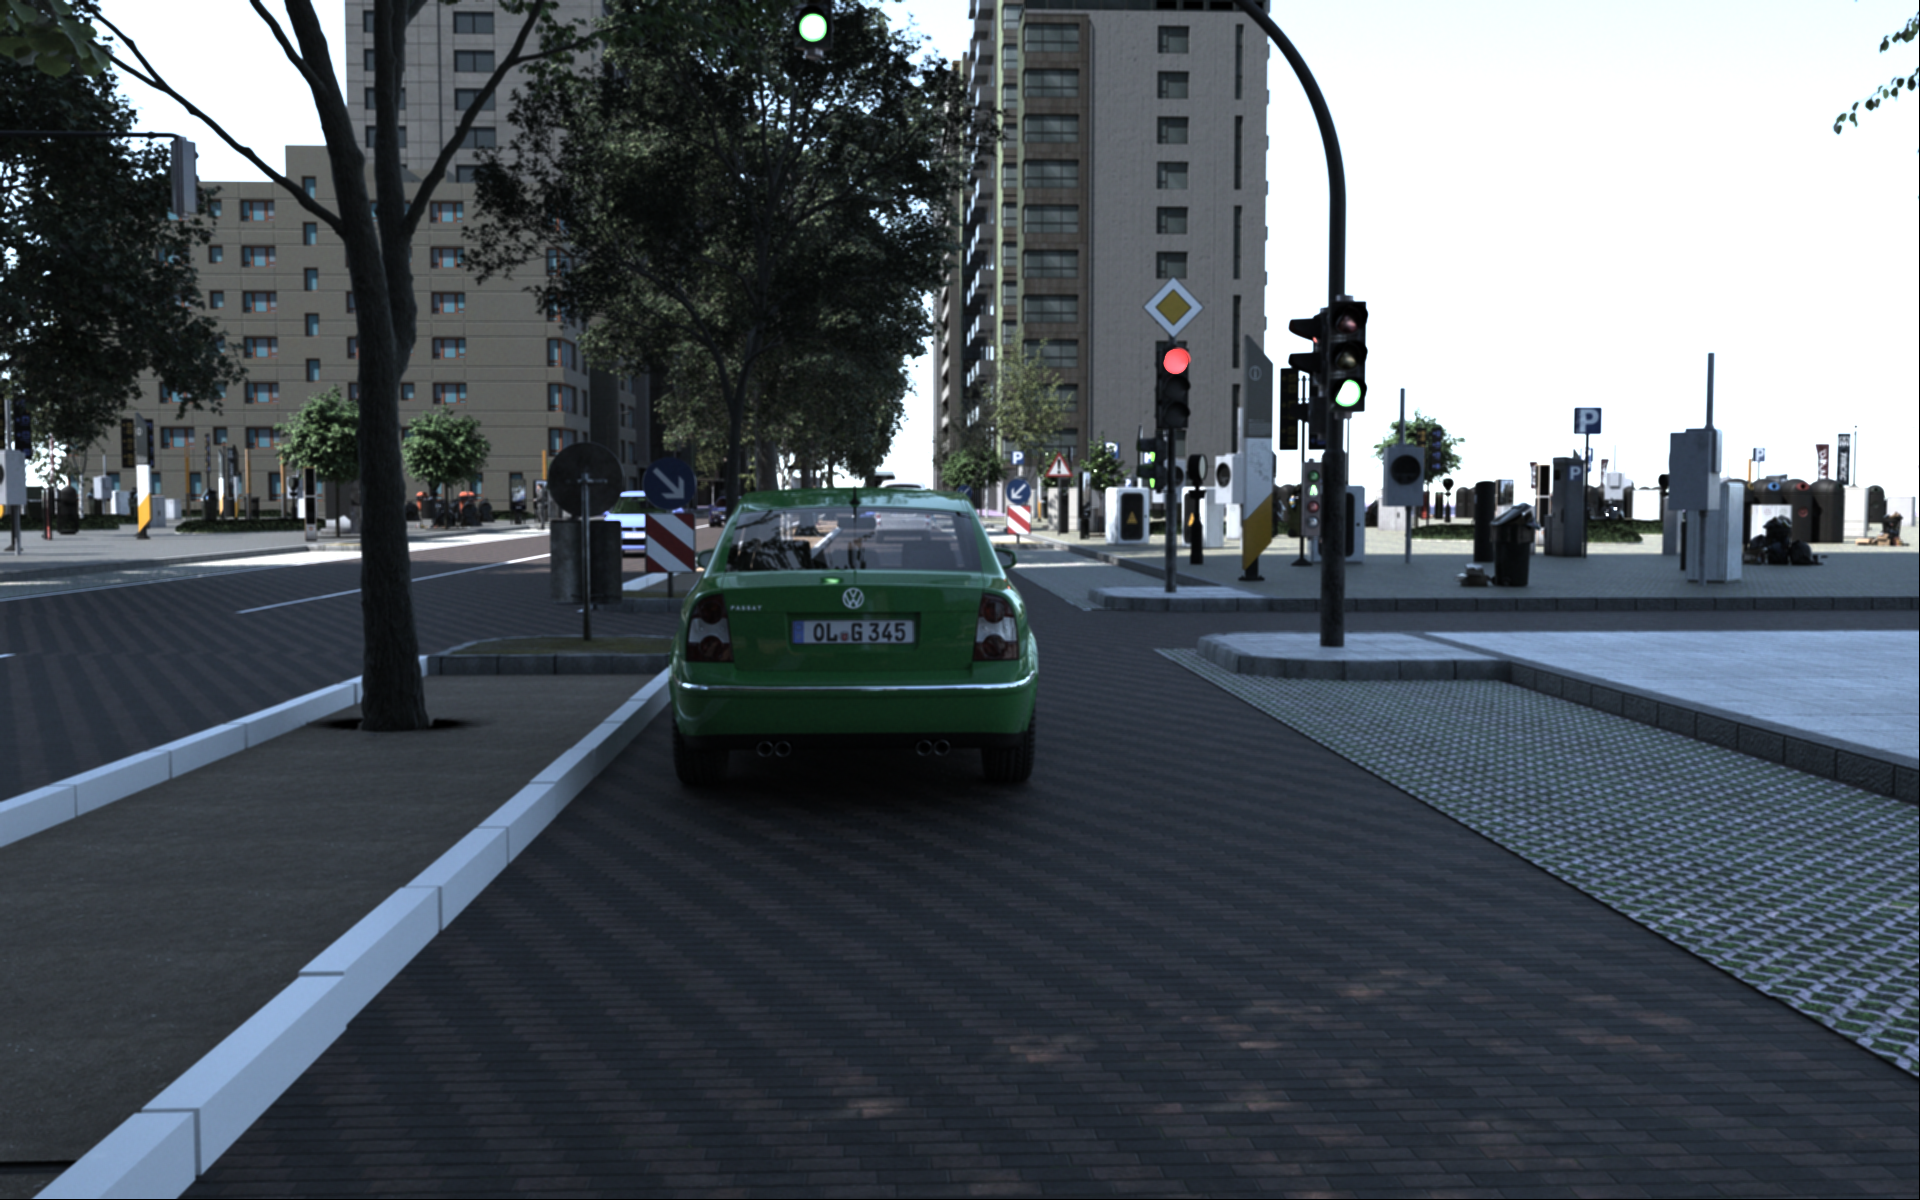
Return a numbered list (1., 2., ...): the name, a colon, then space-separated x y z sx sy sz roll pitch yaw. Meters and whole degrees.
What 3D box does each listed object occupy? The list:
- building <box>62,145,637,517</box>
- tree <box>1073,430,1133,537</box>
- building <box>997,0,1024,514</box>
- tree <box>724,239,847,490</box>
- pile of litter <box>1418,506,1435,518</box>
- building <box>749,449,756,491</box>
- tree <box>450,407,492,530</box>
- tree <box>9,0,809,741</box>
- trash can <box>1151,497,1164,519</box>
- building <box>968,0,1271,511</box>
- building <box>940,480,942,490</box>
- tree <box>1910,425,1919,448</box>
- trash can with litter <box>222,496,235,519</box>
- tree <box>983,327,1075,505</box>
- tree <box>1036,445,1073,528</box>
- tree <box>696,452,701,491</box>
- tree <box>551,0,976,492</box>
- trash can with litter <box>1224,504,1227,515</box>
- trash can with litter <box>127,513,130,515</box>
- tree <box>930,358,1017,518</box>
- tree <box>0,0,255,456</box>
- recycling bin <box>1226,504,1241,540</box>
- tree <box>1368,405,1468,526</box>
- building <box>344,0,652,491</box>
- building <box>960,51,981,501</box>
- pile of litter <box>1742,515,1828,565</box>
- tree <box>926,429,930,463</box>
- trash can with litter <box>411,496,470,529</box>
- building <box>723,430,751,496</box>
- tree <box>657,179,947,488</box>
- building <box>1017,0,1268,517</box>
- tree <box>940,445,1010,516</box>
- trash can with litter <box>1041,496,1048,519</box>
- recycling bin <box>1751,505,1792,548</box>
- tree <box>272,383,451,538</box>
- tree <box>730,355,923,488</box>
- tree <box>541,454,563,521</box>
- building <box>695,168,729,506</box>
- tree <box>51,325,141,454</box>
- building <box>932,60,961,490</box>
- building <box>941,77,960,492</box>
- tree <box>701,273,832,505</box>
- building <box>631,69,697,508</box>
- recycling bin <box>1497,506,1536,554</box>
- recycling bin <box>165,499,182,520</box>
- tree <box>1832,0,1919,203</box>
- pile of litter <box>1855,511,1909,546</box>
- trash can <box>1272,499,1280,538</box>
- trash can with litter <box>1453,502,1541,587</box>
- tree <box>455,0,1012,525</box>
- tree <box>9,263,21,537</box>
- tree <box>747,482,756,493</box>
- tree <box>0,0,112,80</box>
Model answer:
1. building: -36.644 -16.235 110.479 27.650 21.520 28.899 0 4 -3
2. tree: 4.386 -3.526 52.257 1.663 3.219 1.824 0 3 0
3. building: 9.447 -26.643 119.202 14.154 41.232 14.086 0 4 -3
4. tree: -4.490 -5.576 43.979 4.360 8.622 3.978 0 3 0
5. pile of litter: 25.294 -4.903 94.134 1.176 0.858 1.719 1 4 14
6. building: -35.687 -29.136 248.073 14.160 30.474 14.107 0 4 -3
7. tree: -18.309 -4.764 61.606 4.285 4.588 4.351 0 3 0
8. tree: -3.567 -5.023 10.333 9.928 11.665 9.643 0 3 0
9. trash can: 10.252 -4.777 89.756 0.748 1.137 0.748 0 3 0
10. building: 12.124 -31.946 141.924 23.786 49.044 30.456 0 4 -3
11. building: 13.773 -32.153 217.588 32.217 40.220 23.993 0 4 -3
12. tree: 26.972 -3.789 45.666 4.285 4.588 4.351 0 3 0
13. trash can with litter: -31.132 -3.791 73.040 2.233 1.210 1.678 0 4 8
14. tree: 2.983 -7.687 76.046 4.737 8.622 4.395 0 3 0
15. tree: 3.557 -4.388 66.353 1.663 3.219 1.824 0 3 0
16. tree: -24.754 -13.596 172.656 4.737 8.622 4.395 0 3 0
17. tree: -4.033 -7.781 36.325 9.857 13.997 8.962 0 3 0
18. trash can with litter: 9.113 -2.735 56.108 1.055 1.170 0.624 0 4 1
19. trash can with litter: -41.209 -4.600 86.591 0.624 1.170 1.055 3 5 44
20. tree: 1.200 -8.725 93.012 4.360 8.622 3.978 0 3 0
21. tree: -16.936 -6.845 28.932 9.611 12.733 9.660 0 3 0
22. recycling bin: 7.844 -2.197 48.477 0.722 1.027 0.722 1 4 13
23. tree: 16.614 -4.857 63.133 4.285 4.588 4.351 0 3 0
24. building: -34.198 -42.562 134.139 20.563 71.187 20.611 0 4 -3
25. building: 6.919 -29.393 164.168 14.154 41.232 14.086 0 4 -3
26. pile of litter: 14.902 -1.086 31.721 1.719 0.858 1.176 2 4 31
27. tree: -1.613 -14.147 181.668 4.360 8.622 3.978 0 3 0
28. trash can with litter: -19.605 -3.314 65.244 2.233 1.210 1.678 -1 4 -23
29. building: -42.200 -23.295 225.910 27.650 21.520 28.899 0 4 -3
30. tree: -5.272 -8.544 59.158 9.611 12.733 9.660 0 3 0
31. building: 10.294 -20.394 105.141 14.160 30.474 14.107 0 4 -3
32. tree: 1.143 -7.150 100.618 4.285 4.588 4.351 0 3 0
33. trash can with litter: 4.600 -4.830 90.364 0.624 1.170 1.055 1 4 18
34. recycling bin: 18.982 -1.711 40.533 0.722 1.027 0.722 1 4 10
35. tree: -18.201 -4.098 50.716 4.285 4.588 4.351 0 3 0
36. tree: -6.939 -10.348 82.010 12.009 13.543 11.850 0 3 0
37. tree: -19.458 -5.468 83.997 1.663 3.219 1.824 0 3 0
38. building: -37.346 -33.104 195.867 22.147 44.769 28.867 0 4 -3
39. tree: -33.480 -7.067 65.903 4.360 8.622 3.978 0 3 0
40. building: 6.604 -42.861 242.770 21.231 58.520 28.212 0 4 -3
41. building: 8.971 -34.892 194.183 21.300 48.544 21.600 0 4 -3
42. tree: -4.977 -5.954 50.168 4.737 8.622 4.395 0 3 0
43. building: -31.241 -28.740 153.495 14.154 41.232 14.086 0 4 -3
44. recycling bin: 11.951 -1.508 37.216 0.722 1.027 0.722 1 4 10
45. recycling bin: -39.792 -4.578 87.409 0.722 1.027 0.722 0 4 3
46. tree: 6.475 -3.663 10.250 4.360 8.622 3.978 0 3 0
47. pile of litter: 23.059 -1.795 43.312 1.176 0.858 1.719 1 4 20
48. trash can: 8.986 -2.386 50.667 0.748 1.137 0.748 0 3 0
49. trash can with litter: 7.467 -0.777 24.088 1.055 1.170 0.624 0 4 -5
50. tree: -3.572 -5.460 26.138 8.767 10.594 7.601 0 4 -3
51. tree: -28.090 -6.200 51.735 4.737 8.622 4.395 0 3 0
52. tree: -26.094 -13.488 215.127 1.663 3.219 1.824 0 3 0
53. tree: -2.716 -4.952 1.545 7.486 12.596 7.792 0 3 0
